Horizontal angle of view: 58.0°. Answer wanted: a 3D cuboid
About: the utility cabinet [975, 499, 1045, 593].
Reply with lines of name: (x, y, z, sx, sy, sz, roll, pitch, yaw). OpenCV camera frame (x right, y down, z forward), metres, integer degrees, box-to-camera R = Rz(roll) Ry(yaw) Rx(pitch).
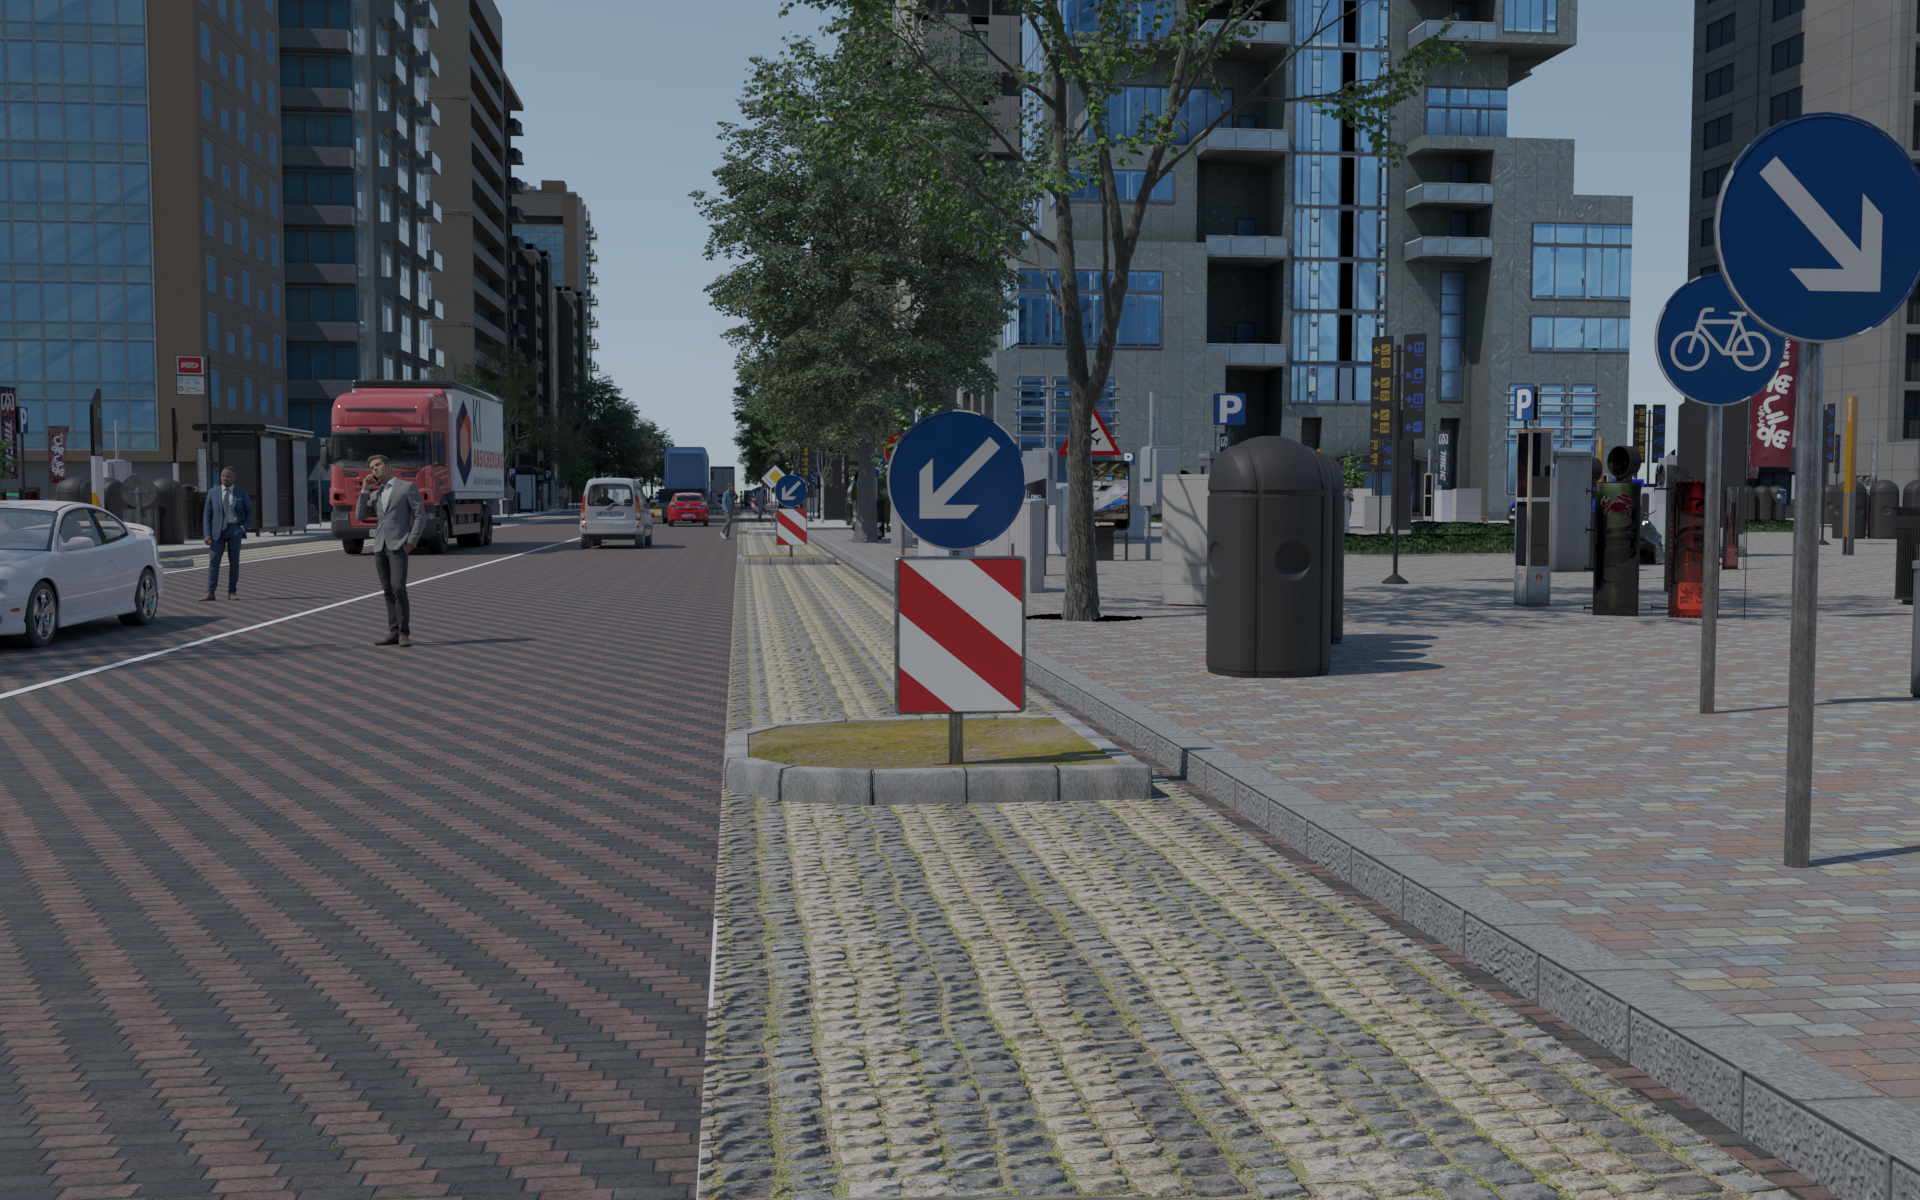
utility cabinet: (0.644, -0.710, 22.778, 0.306, 1.237, 1.020, -3, 5, -45)

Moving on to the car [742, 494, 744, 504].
car: (-29.377, -14.153, 240.191, 1.959, 1.807, 4.718, 0, 4, -6)

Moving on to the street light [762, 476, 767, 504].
street light: (-28.826, -17.138, 252.989, 0.468, 5.910, 1.993, 0, 4, -7)

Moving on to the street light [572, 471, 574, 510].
street light: (-31.871, -10.378, 142.473, 0.468, 5.910, 1.993, 0, 4, -7)

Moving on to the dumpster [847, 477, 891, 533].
dumpster: (-2.998, -3.423, 58.464, 1.502, 2.255, 1.985, 0, 4, -7)

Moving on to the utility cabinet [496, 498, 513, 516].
utility cabinet: (-26.497, -5.503, 101.137, 1.020, 1.237, 0.306, 3, 5, 42)

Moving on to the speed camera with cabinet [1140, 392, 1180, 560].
speed camera with cabinet: (4.158, -2.369, 33.068, 0.660, 3.252, 2.038, -1, 4, -22)

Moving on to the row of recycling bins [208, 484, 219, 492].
row of recycling bins: (-31.903, -3.978, 72.160, 3.534, 1.692, 1.069, 1, 4, 22)

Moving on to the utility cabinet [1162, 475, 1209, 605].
utility cabinet: (2.903, -0.675, 19.721, 1.173, 1.500, 0.318, 2, 4, 31)

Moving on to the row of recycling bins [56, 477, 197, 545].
row of recycling bins: (-20.778, -2.198, 43.051, 1.069, 1.692, 3.534, 1, 4, 21)

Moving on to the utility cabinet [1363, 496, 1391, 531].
utility cabinet: (14.700, -3.036, 60.800, 1.020, 1.237, 0.306, 0, 4, 1)

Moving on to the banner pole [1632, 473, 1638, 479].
banner pole: (43.077, -7.381, 110.692, 0.401, 3.779, 0.863, -1, 4, -10)

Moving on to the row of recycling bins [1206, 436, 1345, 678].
row of recycling bins: (2.500, -0.402, 13.690, 1.069, 1.692, 3.534, 1, 4, 15)

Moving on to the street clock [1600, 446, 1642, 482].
street clock: (9.953, -1.311, 26.000, 0.358, 2.002, 0.471, -2, 4, -24)

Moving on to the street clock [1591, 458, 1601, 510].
street clock: (12.612, -1.839, 34.633, 0.358, 2.002, 0.471, 0, 4, -7)

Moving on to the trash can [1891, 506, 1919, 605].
trash can: (11.190, -0.515, 20.072, 0.748, 1.137, 0.748, 0, 3, 0)

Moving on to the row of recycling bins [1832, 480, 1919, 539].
row of recycling bins: (26.908, -2.593, 49.508, 3.534, 1.692, 1.069, 1, 4, 10)

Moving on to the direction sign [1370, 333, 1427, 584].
direction sign: (6.246, -2.003, 24.754, 0.379, 3.537, 0.876, -3, 5, -43)

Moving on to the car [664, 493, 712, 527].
car: (-12.197, -4.201, 77.733, 2.155, 1.783, 4.494, -1, 4, -9)

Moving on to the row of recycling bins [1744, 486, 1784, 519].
row of recycling bins: (39.750, -4.870, 86.732, 3.534, 1.692, 1.069, -1, 4, -15)

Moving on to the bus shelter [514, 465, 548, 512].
bus shelter: (-30.763, -7.937, 123.698, 2.014, 3.302, 5.546, 0, 4, -7)

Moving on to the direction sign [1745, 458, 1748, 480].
direction sign: (42.000, -6.194, 93.262, 0.876, 3.537, 0.379, 1, 4, 18)

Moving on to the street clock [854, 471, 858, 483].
street clock: (-2.919, -2.899, 51.975, 0.471, 2.002, 0.358, 1, 4, 10)

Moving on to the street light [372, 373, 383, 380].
street light: (-22.263, -5.722, 66.335, 0.468, 5.910, 1.993, 0, 4, -7)

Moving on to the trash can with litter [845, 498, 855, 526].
trash can with litter: (-4.260, -3.581, 69.938, 0.624, 1.170, 1.055, -1, 4, -22)

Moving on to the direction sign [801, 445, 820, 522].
direction sign: (-6.926, -5.404, 80.345, 0.876, 3.537, 0.379, 0, 4, 1)

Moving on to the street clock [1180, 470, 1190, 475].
street clock: (6.706, -2.911, 52.162, 0.471, 2.002, 0.358, 1, 4, 15)

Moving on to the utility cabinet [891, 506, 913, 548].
utility cabinet: (-1.402, -1.858, 41.539, 0.306, 1.237, 1.020, 1, 4, 13)

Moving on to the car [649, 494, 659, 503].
car: (-28.509, -9.212, 162.624, 2.014, 1.417, 4.499, -1, 4, -8)

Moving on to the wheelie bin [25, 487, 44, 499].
wheelie bin: (-39.296, -3.999, 73.296, 0.980, 1.594, 0.693, -1, 4, -20)

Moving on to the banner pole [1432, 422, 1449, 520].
banner pole: (16.587, -4.277, 59.942, 0.401, 3.779, 0.863, -3, 4, -36)

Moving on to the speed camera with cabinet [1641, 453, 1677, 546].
speed camera with cabinet: (17.198, -2.933, 42.284, 0.660, 3.252, 2.038, 0, 4, 6)

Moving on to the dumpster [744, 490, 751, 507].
dumpster: (-21.702, -10.564, 180.934, 1.865, 1.857, 1.264, 0, 4, -6)

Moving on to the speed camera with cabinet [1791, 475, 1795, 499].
speed camera with cabinet: (39.412, -5.281, 80.679, 2.038, 3.252, 0.660, -3, 5, -44)

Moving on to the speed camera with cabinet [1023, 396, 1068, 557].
speed camera with cabinet: (1.828, -2.542, 35.892, 0.660, 3.252, 2.038, 1, 4, 18)

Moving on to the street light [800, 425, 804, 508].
street light: (-8.604, -7.386, 93.540, 0.468, 5.910, 1.993, 0, 4, -7)

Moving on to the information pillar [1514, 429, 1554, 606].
information pillar: (6.578, -0.940, 19.866, 0.304, 2.012, 0.304, -1, 4, -12)

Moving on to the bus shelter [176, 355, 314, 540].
bus shelter: (-21.899, -4.605, 52.917, 2.179, 5.291, 8.768, 0, 4, -7)

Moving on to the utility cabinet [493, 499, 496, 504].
utility cabinet: (-36.892, -7.756, 137.974, 1.020, 1.237, 0.306, 1, 4, 12)

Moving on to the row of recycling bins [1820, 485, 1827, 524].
row of recycling bins: (37.956, -4.120, 74.474, 3.534, 1.692, 1.069, -3, 4, -38)

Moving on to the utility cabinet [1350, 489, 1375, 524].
utility cabinet: (16.762, -3.907, 72.564, 1.173, 1.500, 0.318, 2, 4, 35)

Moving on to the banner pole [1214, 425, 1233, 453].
banner pole: (9.449, -4.442, 62.641, 0.863, 3.779, 0.401, 0, 4, -4)

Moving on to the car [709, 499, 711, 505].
car: (-29.981, -12.048, 206.567, 1.945, 1.707, 3.694, 0, 4, -7)

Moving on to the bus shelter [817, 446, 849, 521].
bus shelter: (-6.431, -5.772, 85.653, 1.731, 3.624, 6.357, 0, 4, -7)

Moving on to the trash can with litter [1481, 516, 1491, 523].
trash can with litter: (23.238, -4.047, 77.559, 1.055, 1.170, 0.624, 2, 4, 27)

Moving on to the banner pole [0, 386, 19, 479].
banner pole: (-19.542, -2.776, 35.409, 0.401, 3.779, 0.863, 1, 4, 11)

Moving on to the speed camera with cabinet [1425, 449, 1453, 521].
speed camera with cabinet: (20.993, -4.987, 75.873, 0.660, 3.252, 2.038, 0, 4, -6)

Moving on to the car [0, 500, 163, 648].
car: (-9.646, -0.316, 17.536, 2.083, 1.381, 4.827, 0, 4, -7)

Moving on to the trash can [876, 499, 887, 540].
trash can: (-2.424, -2.278, 48.895, 0.748, 1.137, 0.748, 0, 3, 0)

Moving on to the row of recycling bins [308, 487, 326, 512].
row of recycling bins: (-38.035, -5.712, 100.504, 3.534, 1.692, 1.069, 3, 4, 37)

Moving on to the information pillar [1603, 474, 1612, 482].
information pillar: (23.832, -3.635, 63.926, 0.304, 2.012, 0.304, -3, 5, -42)

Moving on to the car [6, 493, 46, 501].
car: (-33.181, -3.203, 61.158, 4.718, 1.807, 1.959, 0, 4, -7)

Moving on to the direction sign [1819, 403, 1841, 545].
direction sign: (21.783, -3.159, 43.655, 0.379, 3.537, 0.876, 0, 4, 1)

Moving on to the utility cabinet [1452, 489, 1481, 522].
utility cabinet: (20.966, -3.853, 71.682, 1.173, 1.500, 0.318, -1, 4, -16)

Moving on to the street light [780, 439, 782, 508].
street light: (-14.674, -10.350, 142.009, 0.468, 5.910, 1.993, 0, 4, -7)

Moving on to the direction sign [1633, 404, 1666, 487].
direction sign: (17.368, -3.163, 43.714, 0.876, 3.537, 0.379, -1, 4, -10)

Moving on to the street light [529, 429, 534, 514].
street light: (-28.246, -8.651, 114.232, 0.468, 5.910, 1.993, 0, 4, -7)

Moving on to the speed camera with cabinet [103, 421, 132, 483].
speed camera with cabinet: (-22.441, -3.242, 47.344, 0.660, 3.252, 2.038, 2, 4, 35)

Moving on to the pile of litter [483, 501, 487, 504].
pile of litter: (-28.818, -5.579, 105.183, 1.719, 0.858, 1.176, 2, 4, 26)
